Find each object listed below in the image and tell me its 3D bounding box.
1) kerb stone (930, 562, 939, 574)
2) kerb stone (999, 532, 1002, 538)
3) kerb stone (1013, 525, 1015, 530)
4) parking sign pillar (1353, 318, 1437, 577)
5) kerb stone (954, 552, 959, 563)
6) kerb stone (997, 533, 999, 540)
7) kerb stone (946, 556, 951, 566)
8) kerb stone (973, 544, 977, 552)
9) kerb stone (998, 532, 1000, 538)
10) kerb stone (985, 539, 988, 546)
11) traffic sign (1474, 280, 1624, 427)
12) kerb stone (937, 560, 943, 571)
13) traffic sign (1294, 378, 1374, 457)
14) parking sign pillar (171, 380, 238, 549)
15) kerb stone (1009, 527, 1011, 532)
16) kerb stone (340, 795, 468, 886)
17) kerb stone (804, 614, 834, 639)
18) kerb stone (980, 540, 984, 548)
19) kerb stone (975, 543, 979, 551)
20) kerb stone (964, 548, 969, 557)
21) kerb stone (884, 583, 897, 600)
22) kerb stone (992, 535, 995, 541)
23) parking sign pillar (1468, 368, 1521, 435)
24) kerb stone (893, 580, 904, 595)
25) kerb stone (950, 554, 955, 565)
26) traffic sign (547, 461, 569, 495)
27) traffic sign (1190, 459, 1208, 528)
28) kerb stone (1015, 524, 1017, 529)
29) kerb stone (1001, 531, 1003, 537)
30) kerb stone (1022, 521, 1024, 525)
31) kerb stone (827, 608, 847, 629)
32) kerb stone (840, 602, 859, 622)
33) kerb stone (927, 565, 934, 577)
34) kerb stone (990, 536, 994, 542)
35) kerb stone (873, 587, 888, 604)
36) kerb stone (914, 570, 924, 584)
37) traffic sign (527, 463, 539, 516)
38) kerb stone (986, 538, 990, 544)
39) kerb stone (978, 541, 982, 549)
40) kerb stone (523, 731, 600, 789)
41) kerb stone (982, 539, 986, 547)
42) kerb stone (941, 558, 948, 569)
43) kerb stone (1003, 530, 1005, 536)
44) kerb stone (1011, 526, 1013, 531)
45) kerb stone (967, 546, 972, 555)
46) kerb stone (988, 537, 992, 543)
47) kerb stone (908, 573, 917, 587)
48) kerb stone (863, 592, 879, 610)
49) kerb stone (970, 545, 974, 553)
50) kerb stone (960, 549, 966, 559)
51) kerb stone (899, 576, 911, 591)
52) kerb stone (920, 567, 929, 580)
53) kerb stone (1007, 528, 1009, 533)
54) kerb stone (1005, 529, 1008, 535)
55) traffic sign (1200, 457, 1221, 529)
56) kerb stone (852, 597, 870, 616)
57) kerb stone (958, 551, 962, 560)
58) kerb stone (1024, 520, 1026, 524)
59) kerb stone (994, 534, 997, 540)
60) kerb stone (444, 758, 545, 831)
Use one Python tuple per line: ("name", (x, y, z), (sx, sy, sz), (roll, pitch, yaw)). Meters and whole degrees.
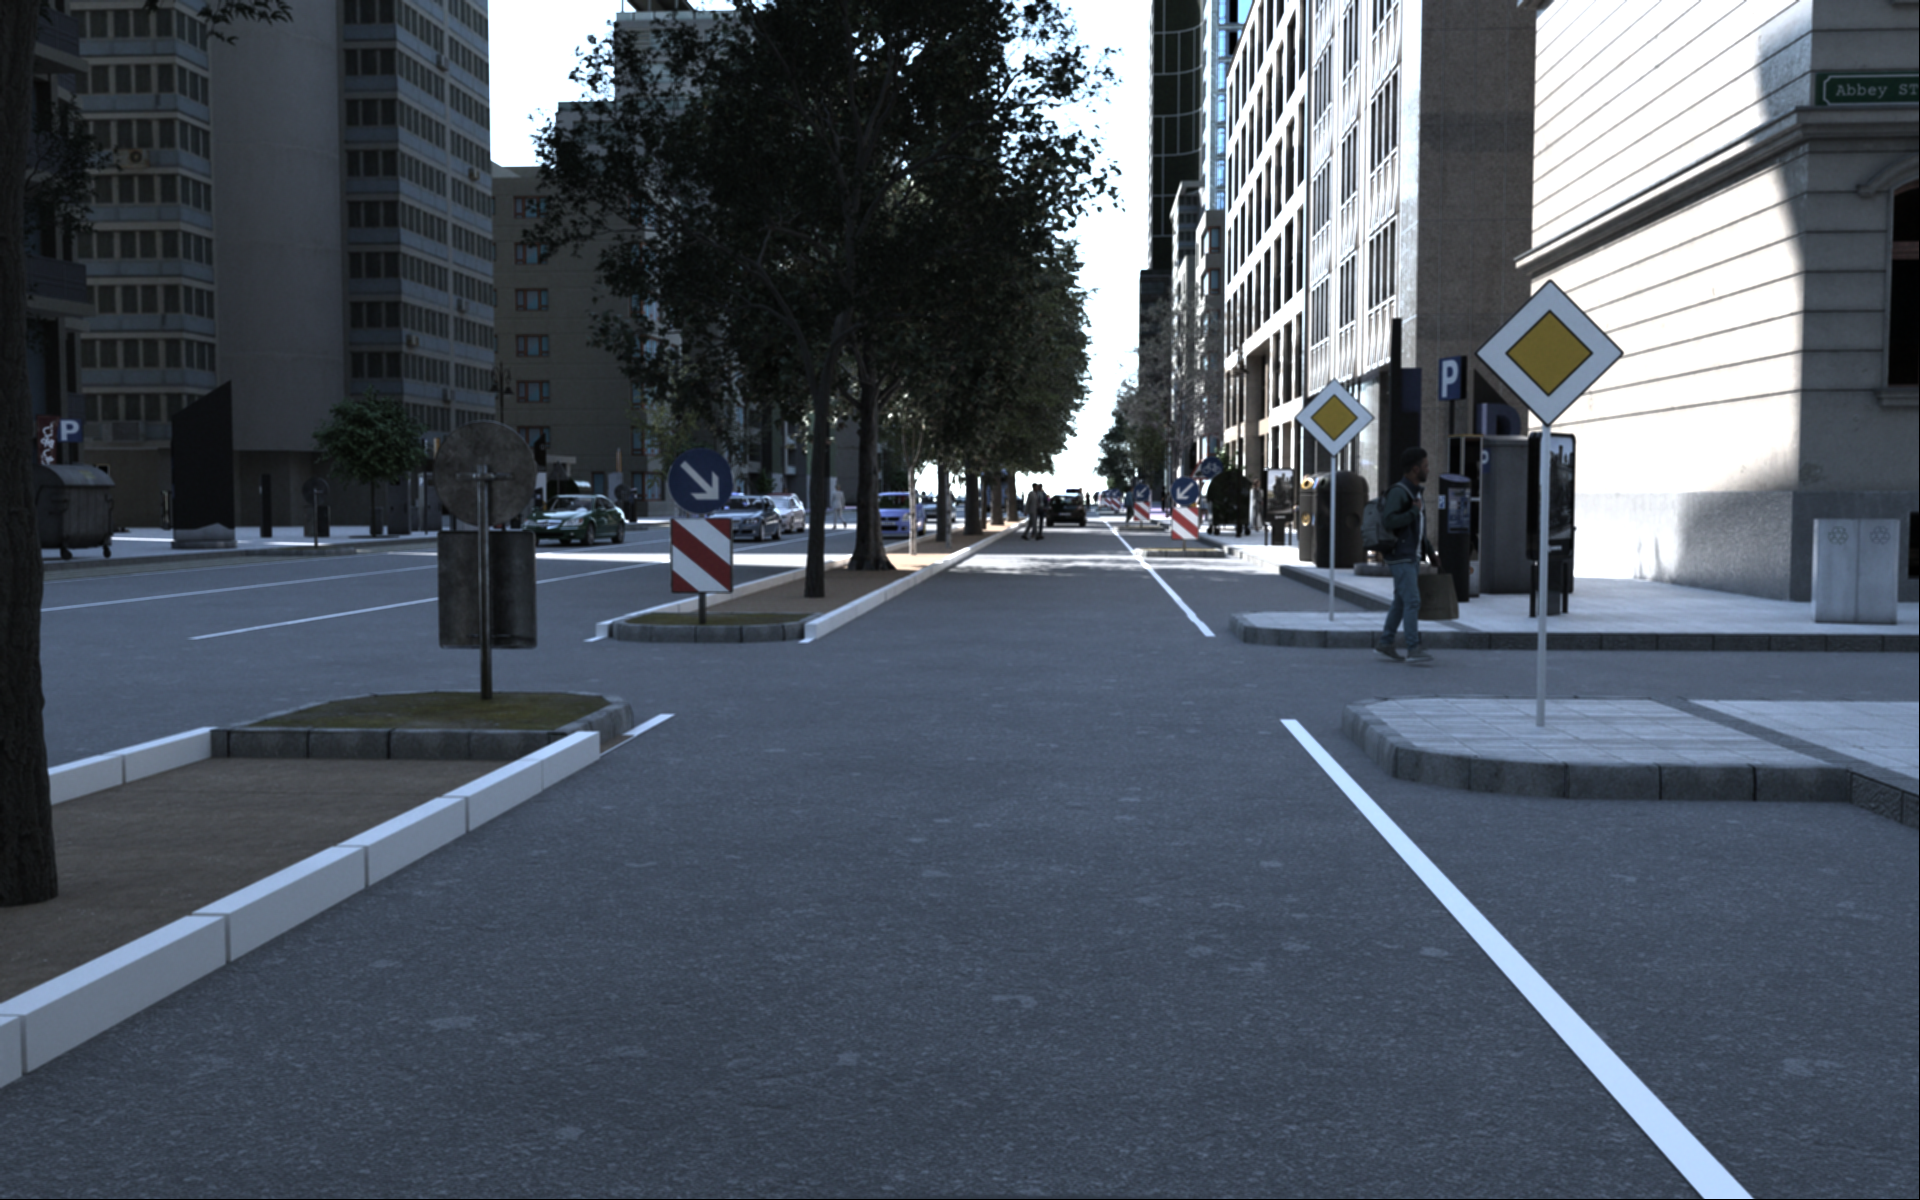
("kerb stone", (-0.520, -0.530, 30.855), (0.120, 0.150, 1.000), (0, 4, 4))
("kerb stone", (1.175, -2.027, 55.422), (0.120, 0.150, 1.000), (0, 4, 4))
("kerb stone", (1.959, -2.721, 66.679), (0.120, 0.150, 1.000), (0, 4, 4))
("parking sign pillar", (6.955, -2.370, 27.225), (1.447, 3.967, 1.447), (1, 4, 12))
("kerb stone", (-0.163, -0.843, 35.982), (0.120, 0.150, 1.000), (0, 4, 4))
("kerb stone", (1.030, -1.907, 53.376), (0.120, 0.150, 1.000), (0, 4, 4))
("kerb stone", (-0.315, -0.716, 33.933), (0.120, 0.150, 1.000), (0, 4, 4))
("kerb stone", (0.259, -1.218, 42.113), (0.120, 0.150, 1.000), (0, 4, 4))
("kerb stone", (1.109, -1.970, 54.402), (0.120, 0.150, 1.000), (0, 4, 4))
("kerb stone", (0.607, -1.530, 47.231), (0.120, 0.150, 1.000), (0, 4, 4))
("traffic sign", (3.227, -0.446, 9.484), (0.795, 2.593, 0.064), (0, 4, 4))
("kerb stone", (-0.454, -0.593, 31.888), (0.120, 0.150, 1.000), (0, 4, 4))
("traffic sign", (3.779, -0.933, 17.450), (0.795, 2.593, 0.064), (0, 4, 4))
("parking sign pillar", (-17.808, -3.195, 40.707), (1.447, 3.967, 1.447), (-2, 4, -32))
("kerb stone", (1.679, -2.471, 62.598), (0.120, 0.150, 1.000), (0, 4, 4))
("kerb stone", (-2.184, 0.940, 6.823), (0.120, 0.150, 1.000), (0, 4, 4))
("kerb stone", (-1.440, 0.283, 17.579), (0.120, 0.150, 1.000), (0, 4, 4))
("kerb stone", (0.469, -1.406, 45.181), (0.120, 0.150, 1.000), (0, 4, 4))
("kerb stone", (0.326, -1.279, 43.133), (0.120, 0.150, 1.000), (0, 4, 4))
("kerb stone", (0.048, -1.031, 39.054), (0.120, 0.150, 1.000), (0, 4, 4))
("kerb stone", (-1.013, -0.092, 23.697), (0.120, 0.150, 1.000), (0, 4, 4))
("kerb stone", (0.890, -1.782, 51.333), (0.120, 0.150, 1.000), (0, 4, 4))
("parking sign pillar", (11.571, -2.994, 37.429), (1.447, 3.967, 1.447), (-2, 4, -32))
("kerb stone", (-0.939, -0.154, 24.721), (0.120, 0.150, 1.000), (0, 4, 4))
("kerb stone", (-0.242, -0.775, 34.964), (0.120, 0.150, 1.000), (0, 4, 4))
("traffic sign", (-15.546, -4.101, 67.049), (0.884, 2.594, 0.081), (0, 4, 6))
("traffic sign", (8.972, -3.959, 64.734), (0.884, 2.594, 0.081), (1, 4, 9))
("kerb stone", (2.095, -2.839, 68.724), (0.120, 0.150, 1.000), (0, 4, 4))
("kerb stone", (1.252, -2.090, 56.441), (0.120, 0.150, 1.000), (0, 4, 4))
("kerb stone", (2.601, -3.279, 75.889), (0.120, 0.150, 1.000), (0, 4, 4))
("kerb stone", (-1.370, 0.220, 18.598), (0.120, 0.150, 1.000), (0, 4, 4))
("kerb stone", (-1.300, 0.161, 19.618), (0.120, 0.150, 1.000), (0, 4, 4))
("kerb stone", (-0.599, -0.465, 29.834), (0.120, 0.150, 1.000), (0, 4, 4))
("kerb stone", (0.826, -1.718, 50.301), (0.120, 0.150, 1.000), (0, 4, 4))
("kerb stone", (-1.093, -0.029, 22.678), (0.120, 0.150, 1.000), (0, 4, 4))
("kerb stone", (-0.725, -0.342, 27.791), (0.120, 0.150, 1.000), (0, 4, 4))
("traffic sign", (-15.500, -3.798, 62.201), (0.768, 2.556, 0.104), (1, 4, 10))
("kerb stone", (0.679, -1.594, 48.254), (0.120, 0.150, 1.000), (0, 4, 4))
("kerb stone", (0.399, -1.342, 44.156), (0.120, 0.150, 1.000), (0, 4, 4))
("kerb stone", (-2.045, 0.817, 8.884), (0.120, 0.150, 1.000), (0, 4, 4))
("kerb stone", (0.547, -1.468, 46.204), (0.120, 0.150, 1.000), (0, 4, 4))
("kerb stone", (-0.380, -0.655, 32.913), (0.120, 0.150, 1.000), (0, 4, 4))
("kerb stone", (1.322, -2.158, 57.473), (0.120, 0.150, 1.000), (0, 4, 4))
("kerb stone", (1.809, -2.596, 64.640), (0.120, 0.150, 1.000), (0, 4, 4))
("kerb stone", (0.117, -1.091, 40.074), (0.120, 0.150, 1.000), (0, 4, 4))
("kerb stone", (0.752, -1.656, 49.274), (0.120, 0.150, 1.000), (0, 4, 4))
("kerb stone", (-0.805, -0.273, 26.761), (0.120, 0.150, 1.000), (0, 4, 4))
("kerb stone", (-1.159, 0.033, 21.659), (0.120, 0.150, 1.000), (0, 4, 4))
("kerb stone", (0.190, -1.153, 41.093), (0.120, 0.150, 1.000), (0, 4, 4))
("kerb stone", (-0.026, -0.969, 38.034), (0.120, 0.150, 1.000), (0, 4, 4))
("kerb stone", (-0.881, -0.217, 25.741), (0.120, 0.150, 1.000), (0, 4, 4))
("kerb stone", (-0.661, -0.405, 28.811), (0.120, 0.150, 1.000), (0, 4, 4))
("kerb stone", (1.535, -2.346, 60.548), (0.120, 0.150, 1.000), (0, 4, 4))
("kerb stone", (1.470, -2.283, 59.523), (0.120, 0.150, 1.000), (0, 4, 4))
("traffic sign", (8.550, -3.592, 58.833), (0.768, 2.556, 0.104), (1, 4, 11))
("kerb stone", (-1.228, 0.095, 20.639), (0.120, 0.150, 1.000), (0, 4, 4))
("kerb stone", (-0.105, -0.906, 37.003), (0.120, 0.150, 1.000), (0, 4, 4))
("kerb stone", (2.810, -3.472, 78.964), (0.120, 0.150, 1.000), (0, 4, 4))
("kerb stone", (0.959, -1.845, 52.354), (0.120, 0.150, 1.000), (0, 4, 4))
("kerb stone", (-2.109, 0.877, 7.853), (0.120, 0.150, 1.000), (0, 4, 4))
